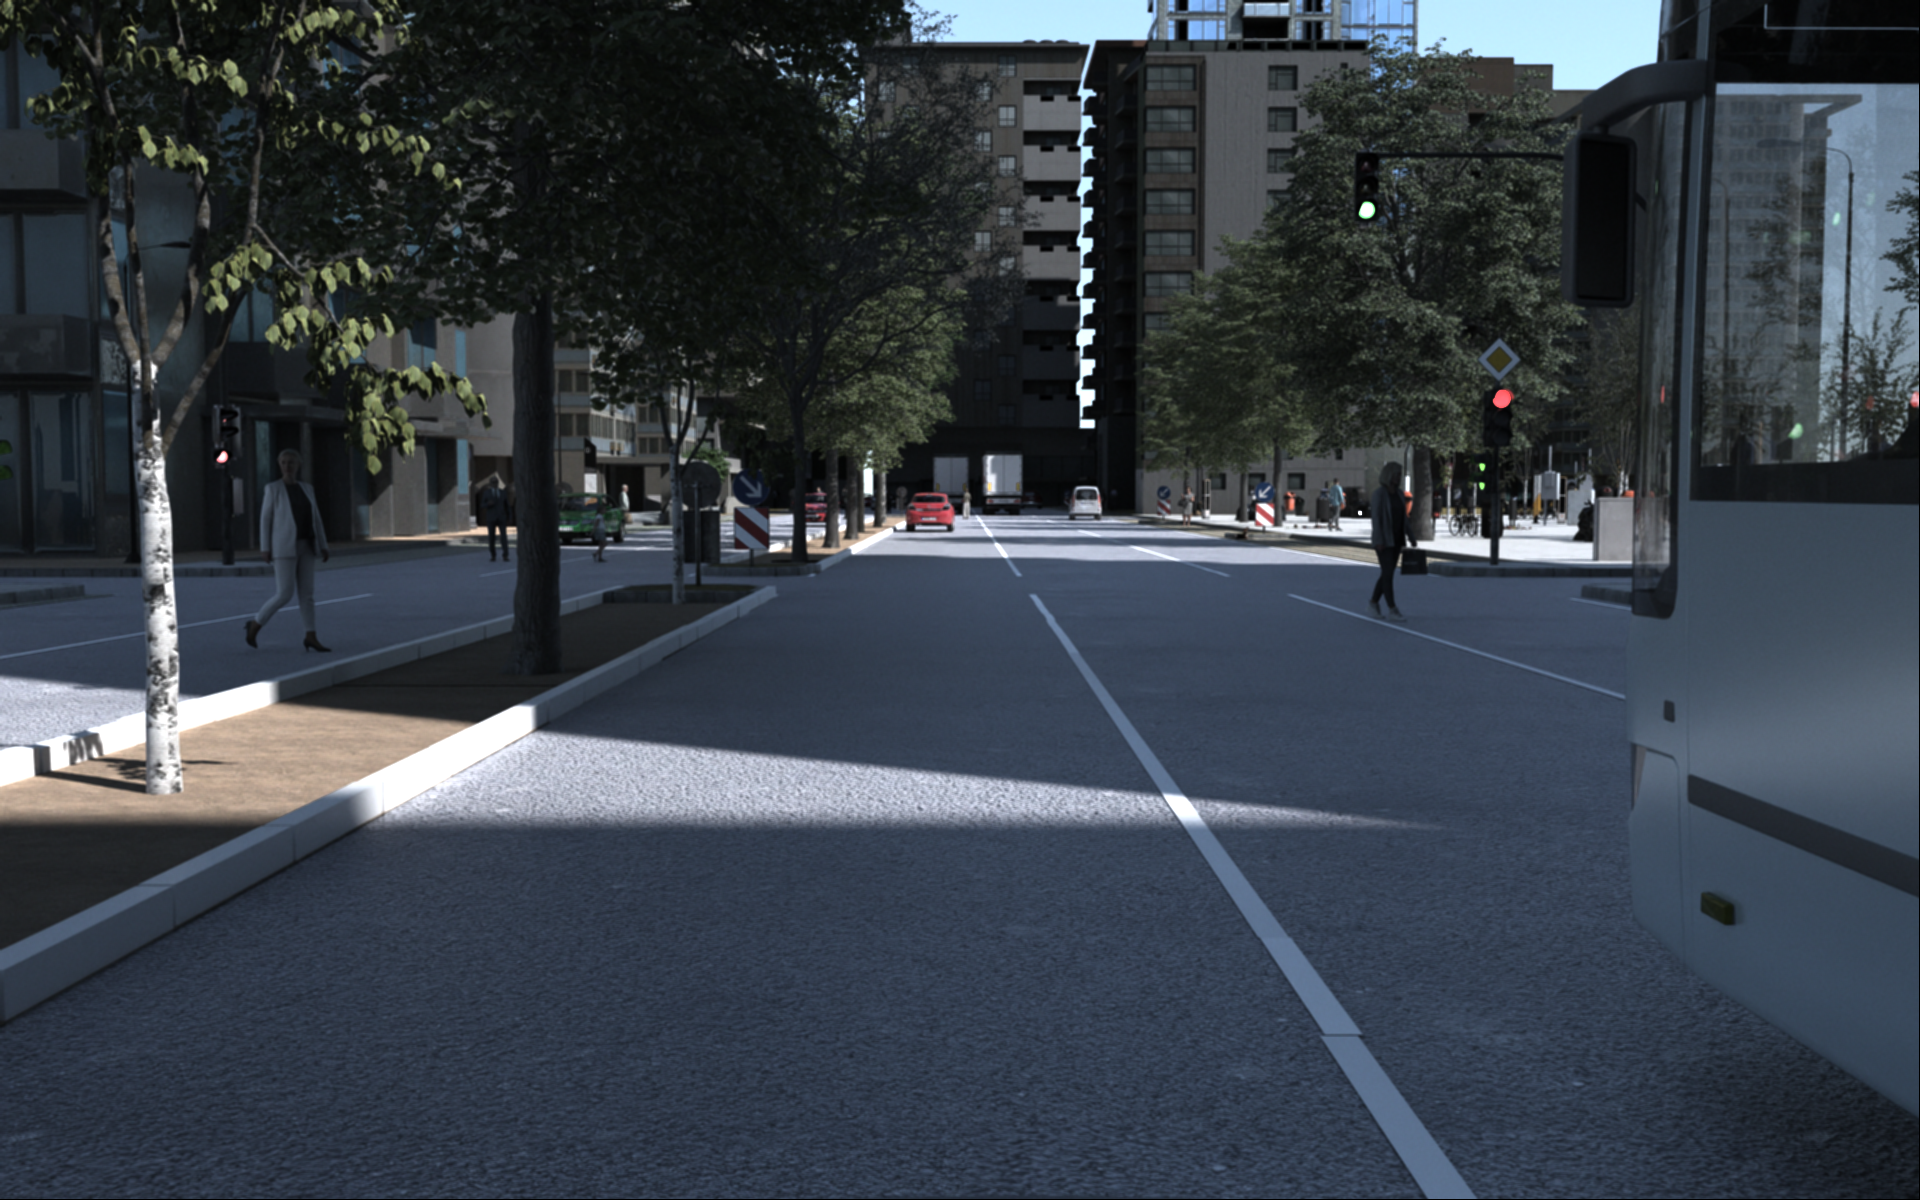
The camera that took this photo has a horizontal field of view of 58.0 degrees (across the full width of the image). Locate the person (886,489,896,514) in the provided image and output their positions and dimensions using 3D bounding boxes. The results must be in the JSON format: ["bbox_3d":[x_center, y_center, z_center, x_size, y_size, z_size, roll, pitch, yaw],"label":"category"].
[{"bbox_3d":[-5.293,-7.270,127.509,1.348,1.807,0.705,-2,4,-31],"label":"person"}]

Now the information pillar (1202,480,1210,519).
[{"bbox_3d":[12.699,-5.194,89.413,0.304,2.012,0.304,-2,4,-26],"label":"information pillar"}]

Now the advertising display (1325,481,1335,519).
[{"bbox_3d":[18.730,-5.028,87.427,0.123,1.923,0.974,3,5,42],"label":"advertising display"}]

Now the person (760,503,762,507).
[{"bbox_3d":[-18.527,-9.480,161.860,0.721,1.723,1.217,1,4,15],"label":"person"}]

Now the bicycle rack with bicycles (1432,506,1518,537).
[{"bbox_3d":[14.992,-2.381,52.315,2.852,0.926,2.925,0,4,6],"label":"bicycle rack with bicycles"}]

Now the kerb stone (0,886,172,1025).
[{"bbox_3d":[-2.636,1.041,5.170,0.120,0.150,1.000,0,3,0],"label":"kerb stone"}]

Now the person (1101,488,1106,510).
[{"bbox_3d":[11.761,-8.258,141.615,0.434,1.755,0.990,0,4,2],"label":"person"}]

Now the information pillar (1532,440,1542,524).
[{"bbox_3d":[25.049,-5.123,75.123,0.183,3.616,0.504,-1,4,-11],"label":"information pillar"}]

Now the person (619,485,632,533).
[{"bbox_3d":[-12.199,-3.290,62.784,0.515,1.767,0.782,-2,4,-24],"label":"person"}]

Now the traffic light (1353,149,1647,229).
[{"bbox_3d":[7.547,-2.961,23.083,4.771,5.953,1.251,0,3,0],"label":"traffic light"}]

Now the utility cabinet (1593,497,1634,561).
[{"bbox_3d":[12.677,-1.345,33.146,1.020,1.237,0.306,0,4,3],"label":"utility cabinet"}]

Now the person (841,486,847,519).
[{"bbox_3d":[-6.601,-5.625,99.823,0.474,1.900,0.648,0,3,0],"label":"person"}]

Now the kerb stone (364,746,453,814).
[{"bbox_3d":[-2.632,0.855,8.247,0.120,0.150,1.000,0,3,0],"label":"kerb stone"}]

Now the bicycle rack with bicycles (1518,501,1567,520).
[{"bbox_3d":[28.568,-4.437,85.930,2.925,0.926,2.852,1,4,9],"label":"bicycle rack with bicycles"}]

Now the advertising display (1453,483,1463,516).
[{"bbox_3d":[29.626,-5.982,103.018,0.123,1.923,0.974,-1,4,-12],"label":"advertising display"}]

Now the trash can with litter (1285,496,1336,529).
[{"bbox_3d":[13.244,-3.308,65.140,2.233,1.210,1.678,0,4,-7],"label":"trash can with litter"}]

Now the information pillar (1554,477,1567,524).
[{"bbox_3d":[25.931,-4.291,74.642,0.304,2.012,0.304,0,4,7],"label":"information pillar"}]

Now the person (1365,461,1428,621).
[{"bbox_3d":[4.948,-0.679,19.790,0.709,1.800,0.728,-2,4,-30],"label":"person"}]

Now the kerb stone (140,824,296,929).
[{"bbox_3d":[-2.640,0.979,6.195,0.120,0.150,1.000,0,3,0],"label":"kerb stone"}]

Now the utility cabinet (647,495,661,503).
[{"bbox_3d":[-17.289,-5.351,98.648,1.020,1.237,0.306,-1,4,-10],"label":"utility cabinet"}]

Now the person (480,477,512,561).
[{"bbox_3d":[-9.885,-1.731,36.973,0.661,1.801,0.590,-1,4,-23],"label":"person"}]

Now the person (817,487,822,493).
[{"bbox_3d":[-7.521,-5.118,92.279,0.635,1.810,0.391,3,5,40],"label":"person"}]

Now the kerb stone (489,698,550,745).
[{"bbox_3d":[-2.636,0.729,10.297,0.120,0.150,1.000,0,3,0],"label":"kerb stone"}]

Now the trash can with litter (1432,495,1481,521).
[{"bbox_3d":[24.084,-4.388,82.801,2.233,1.210,1.678,-3,4,-37],"label":"trash can with litter"}]

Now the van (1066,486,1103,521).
[{"bbox_3d":[6.843,-5.373,94.857,2.013,2.044,4.112,0,4,2],"label":"van"}]

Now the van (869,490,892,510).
[{"bbox_3d":[-7.008,-8.972,153.707,2.013,2.044,4.112,0,3,0],"label":"van"}]

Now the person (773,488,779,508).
[{"bbox_3d":[-17.257,-9.527,161.802,0.705,1.826,1.348,-2,4,-27],"label":"person"}]

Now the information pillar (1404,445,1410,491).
[{"bbox_3d":[20.756,-5.447,80.413,0.183,3.616,0.504,2,4,33],"label":"information pillar"}]

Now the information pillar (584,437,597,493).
[{"bbox_3d":[-15.027,-4.834,70.398,0.504,3.616,0.183,0,4,-5],"label":"information pillar"}]

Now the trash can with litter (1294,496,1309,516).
[{"bbox_3d":[19.926,-5.469,100.801,1.055,1.170,0.624,-1,4,-23],"label":"trash can with litter"}]

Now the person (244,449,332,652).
[{"bbox_3d":[-6.125,-0.451,15.754,0.818,1.842,0.514,1,4,14],"label":"person"}]

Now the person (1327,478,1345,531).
[{"bbox_3d":[12.929,-3.295,59.775,0.748,1.841,0.638,-1,4,-19],"label":"person"}]

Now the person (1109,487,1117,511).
[{"bbox_3d":[11.514,-7.646,130.929,0.599,1.838,0.709,-3,5,-40],"label":"person"}]

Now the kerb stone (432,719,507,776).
[{"bbox_3d":[-2.633,0.790,9.275,0.120,0.150,1.000,0,3,0],"label":"kerb stone"}]

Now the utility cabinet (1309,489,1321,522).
[{"bbox_3d":[16.200,-4.265,78.412,0.318,1.500,1.173,-1,4,-15],"label":"utility cabinet"}]

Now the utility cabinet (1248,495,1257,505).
[{"bbox_3d":[15.779,-4.977,92.528,0.306,1.237,1.020,3,5,41],"label":"utility cabinet"}]

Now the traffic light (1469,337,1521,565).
[{"bbox_3d":[9.645,-2.586,31.207,0.839,4.253,0.868,0,3,0],"label":"traffic light"}]

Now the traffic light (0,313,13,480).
[{"bbox_3d":[-13.222,-2.098,23.224,0.839,4.253,0.868,0,3,0],"label":"traffic light"}]

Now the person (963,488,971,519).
[{"bbox_3d":[0.358,-5.484,98.719,0.519,1.759,0.362,-2,4,-32],"label":"person"}]

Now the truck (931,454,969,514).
[{"bbox_3d":[-0.715,-8.468,127.368,2.839,4.237,11.283,0,4,-1],"label":"truck"}]

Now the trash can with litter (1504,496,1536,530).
[{"bbox_3d":[20.351,-3.187,63.162,1.678,1.210,2.233,2,4,30],"label":"trash can with litter"}]

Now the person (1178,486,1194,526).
[{"bbox_3d":[9.932,-4.120,76.224,0.716,1.782,0.532,1,4,13],"label":"person"}]

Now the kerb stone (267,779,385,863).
[{"bbox_3d":[-2.638,0.916,7.220,0.120,0.150,1.000,0,3,0],"label":"kerb stone"}]

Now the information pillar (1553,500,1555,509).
[{"bbox_3d":[32.870,-5.563,95.449,0.304,2.012,0.304,0,4,3],"label":"information pillar"}]

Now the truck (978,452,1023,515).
[{"bbox_3d":[2.807,-7.999,119.691,2.839,4.237,11.283,0,4,-1],"label":"truck"}]

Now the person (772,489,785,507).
[{"bbox_3d":[-17.746,-9.965,168.986,1.348,1.822,0.705,1,4,12],"label":"person"}]

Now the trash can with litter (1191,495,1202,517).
[{"bbox_3d":[13.350,-5.392,99.215,1.678,1.210,2.233,0,4,-1],"label":"trash can with litter"}]

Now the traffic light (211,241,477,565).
[{"bbox_3d":[-11.124,-3.460,31.243,4.771,5.953,1.251,0,3,0],"label":"traffic light"}]

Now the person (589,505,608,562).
[{"bbox_3d":[-7.640,-1.409,36.551,0.382,1.210,0.505,-1,4,-13],"label":"person"}]

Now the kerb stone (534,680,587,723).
[{"bbox_3d":[-2.626,0.665,11.321,0.120,0.150,1.000,0,3,0],"label":"kerb stone"}]
